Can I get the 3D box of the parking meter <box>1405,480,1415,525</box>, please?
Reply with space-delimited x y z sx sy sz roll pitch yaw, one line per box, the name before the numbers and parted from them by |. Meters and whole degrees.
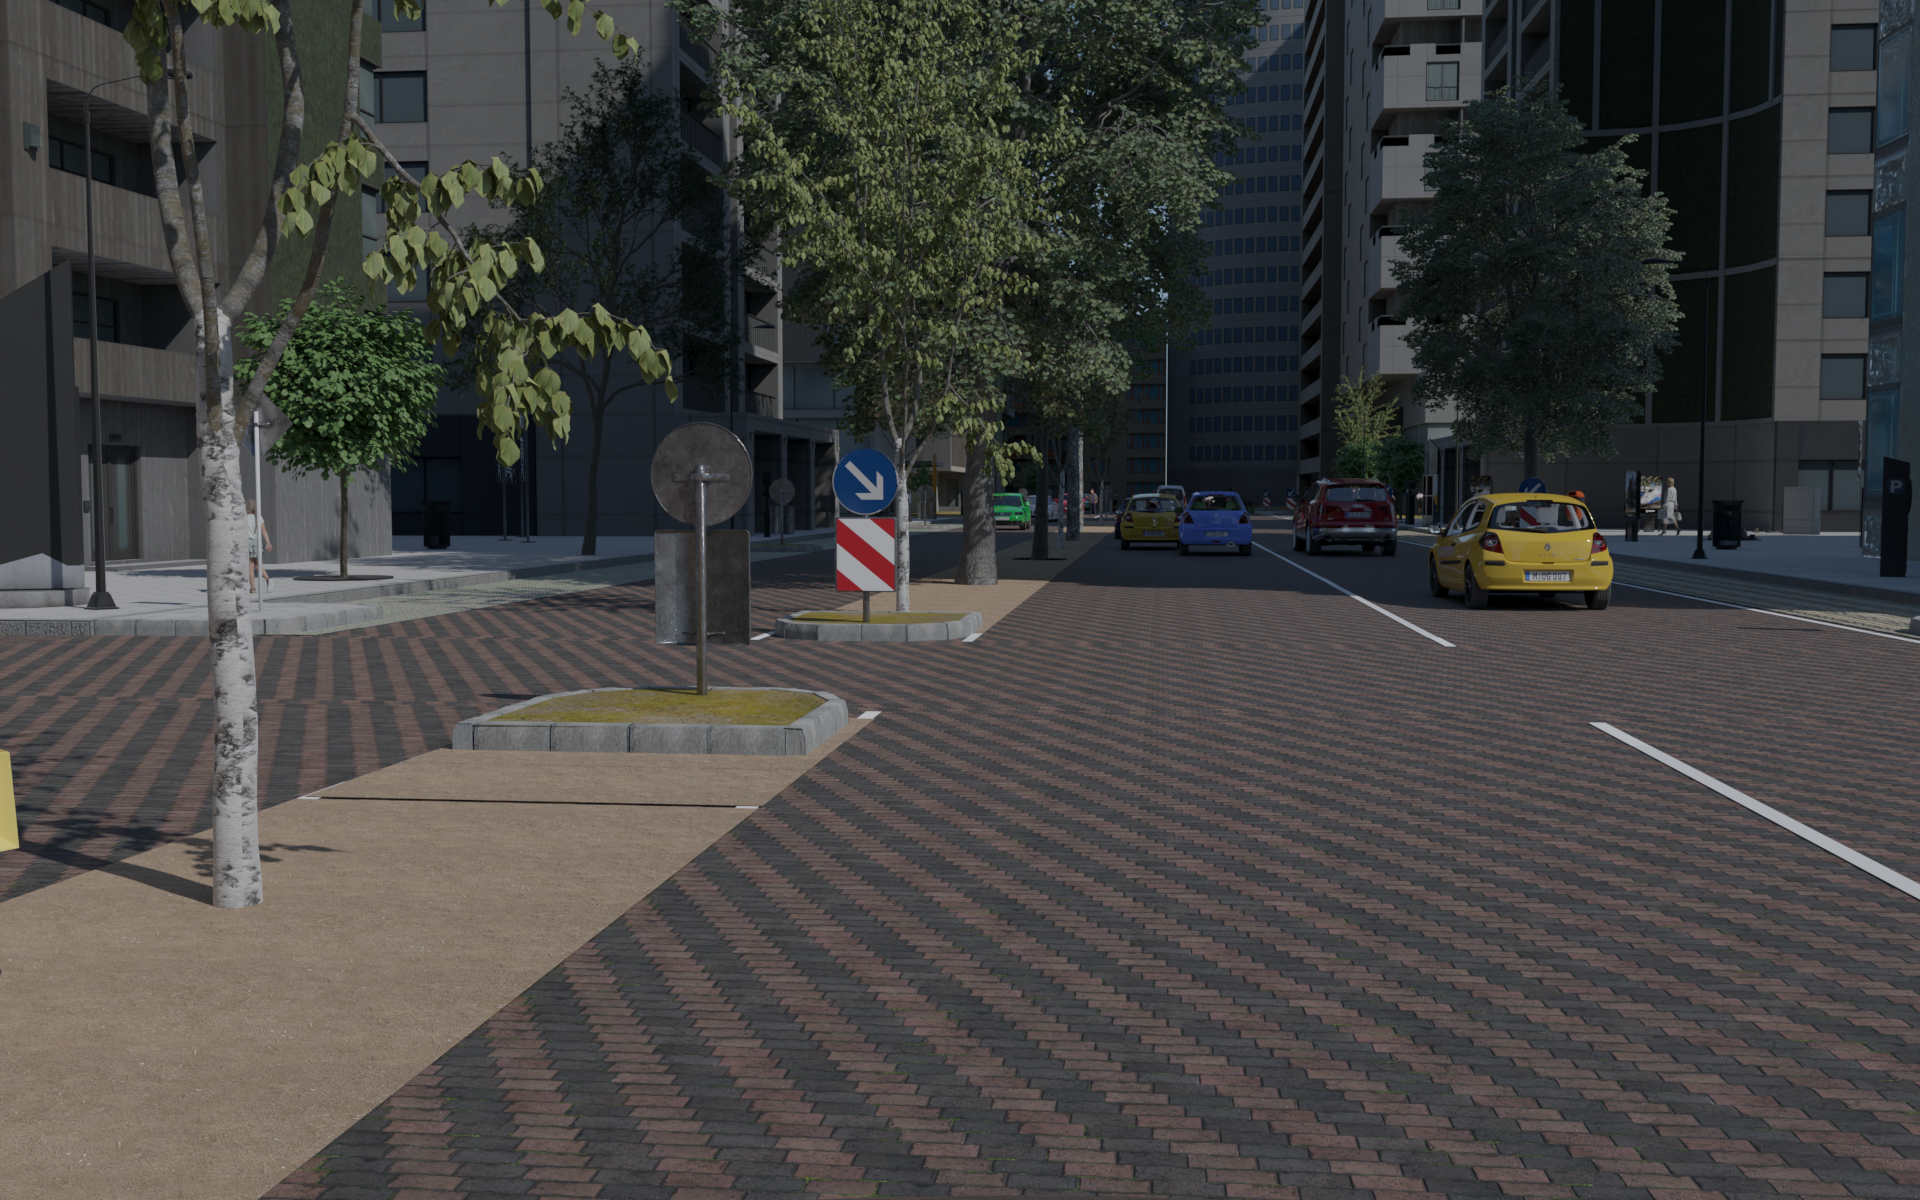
parking meter | 18.752 -4.063 72.134 0.255 1.863 0.399 -1 4 -14

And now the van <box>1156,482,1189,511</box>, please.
van | 10.452 -4.837 86.091 2.013 2.044 4.112 0 4 6

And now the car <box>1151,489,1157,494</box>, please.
car | 16.273 -8.051 140.309 2.281 1.827 5.304 0 4 6

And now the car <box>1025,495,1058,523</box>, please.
car | 3.989 -4.680 88.887 2.083 1.381 4.827 1 4 9

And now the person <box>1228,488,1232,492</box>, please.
person | 18.143 -6.617 116.695 0.705 1.824 1.348 2 4 24

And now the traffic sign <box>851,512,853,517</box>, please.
traffic sign | -4.065 -3.852 65.112 0.606 2.300 0.079 0 4 7

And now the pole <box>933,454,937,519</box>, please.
pole | -1.281 -5.726 87.463 0.158 3.312 0.155 0 3 0

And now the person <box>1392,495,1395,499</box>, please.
person | 24.898 -5.792 101.532 1.217 1.735 0.721 0 4 6

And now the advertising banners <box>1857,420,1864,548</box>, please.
advertising banners | 21.754 -2.779 41.619 0.090 3.025 2.074 3 4 38

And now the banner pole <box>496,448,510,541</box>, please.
banner pole | -12.692 -3.541 47.915 0.401 3.779 0.863 -2 4 -34

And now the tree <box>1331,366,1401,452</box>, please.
tree | 23.383 -9.195 100.697 4.737 8.622 4.395 0 3 0

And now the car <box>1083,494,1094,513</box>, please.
car | 9.194 -7.412 129.987 1.959 1.807 4.718 0 4 7

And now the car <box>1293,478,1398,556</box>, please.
car | 9.264 -2.031 41.883 2.281 1.827 5.304 0 4 5

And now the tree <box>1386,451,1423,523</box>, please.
tree | 19.852 -5.054 77.227 1.663 3.219 1.824 0 3 0

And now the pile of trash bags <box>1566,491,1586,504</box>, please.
pile of trash bags | 18.608 -2.809 55.677 1.912 1.369 3.447 -2 4 -32

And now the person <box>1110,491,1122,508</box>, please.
person | 13.294 -8.495 148.183 1.217 1.735 0.721 0 4 2

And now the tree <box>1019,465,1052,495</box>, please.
tree | 7.456 -11.448 170.893 4.285 4.588 4.351 0 3 0

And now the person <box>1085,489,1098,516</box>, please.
person | 8.428 -6.239 111.040 0.617 1.759 0.750 2 4 27

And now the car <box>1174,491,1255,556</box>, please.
car | 6.096 -1.950 41.482 1.945 1.707 3.694 0 4 7

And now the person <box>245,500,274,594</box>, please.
person | -9.125 -0.686 22.280 0.505 1.210 0.382 -3 5 -43

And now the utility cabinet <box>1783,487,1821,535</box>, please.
utility cabinet | 26.247 -2.770 53.973 0.318 1.500 1.173 -1 4 -20

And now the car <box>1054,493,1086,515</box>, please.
car | 7.326 -6.495 115.234 2.155 1.783 4.494 0 4 5

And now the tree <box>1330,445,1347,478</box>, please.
tree | 21.862 -6.766 94.337 4.285 4.588 4.351 0 3 0

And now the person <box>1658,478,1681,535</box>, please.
person | 21.999 -2.889 53.638 0.694 1.780 0.624 -2 4 -30

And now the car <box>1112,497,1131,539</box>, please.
car | 5.923 -2.688 56.527 1.945 1.354 3.894 0 4 6

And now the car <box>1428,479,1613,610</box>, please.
car | 7.323 -0.777 22.934 2.015 1.641 3.980 0 4 6

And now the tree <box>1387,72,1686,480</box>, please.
tree | 17.605 -8.940 52.820 9.857 13.997 8.962 0 3 0

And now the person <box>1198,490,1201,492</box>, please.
person | 16.510 -6.778 120.033 0.721 1.735 1.217 -2 4 -35

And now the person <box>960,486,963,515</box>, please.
person | 0.208 -6.080 105.531 0.705 1.814 1.350 -1 4 -13

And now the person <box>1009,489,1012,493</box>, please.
person | 4.469 -8.715 149.259 0.721 1.735 1.217 2 4 29

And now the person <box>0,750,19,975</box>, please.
person | -3.303 0.259 4.481 1.509 1.804 0.699 -2 4 -31

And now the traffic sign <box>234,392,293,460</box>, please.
traffic sign | -7.648 -1.020 18.873 0.795 2.593 0.064 0 4 7

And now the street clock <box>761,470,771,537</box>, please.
street clock | -5.720 -2.861 51.352 0.358 2.002 0.471 0 4 -8

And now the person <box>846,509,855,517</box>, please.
person | -5.851 -5.308 93.011 0.537 1.800 0.526 3 4 38

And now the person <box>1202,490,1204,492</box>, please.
person | 20.398 -8.292 144.743 0.551 1.740 0.621 2 4 28

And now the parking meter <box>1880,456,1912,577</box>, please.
parking meter | 14.479 -1.288 26.777 0.399 1.863 0.255 2 4 31

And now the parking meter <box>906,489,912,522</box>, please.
parking meter | -2.401 -4.358 79.667 0.372 1.533 0.369 0 3 0

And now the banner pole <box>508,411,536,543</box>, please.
banner pole | -11.556 -3.420 45.927 0.401 3.779 0.863 -2 4 -31

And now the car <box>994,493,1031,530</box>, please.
car | 1.877 -3.734 69.855 1.959 1.807 4.718 0 4 6

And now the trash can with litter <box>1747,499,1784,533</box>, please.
trash can with litter | 27.003 -2.824 57.236 2.233 1.210 1.678 0 4 6

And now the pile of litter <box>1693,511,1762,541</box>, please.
pile of litter | 21.364 -2.094 48.209 1.176 0.858 1.719 -2 4 -35

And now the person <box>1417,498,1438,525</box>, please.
person | 19.156 -3.632 70.921 1.012 1.151 0.738 -3 4 -37

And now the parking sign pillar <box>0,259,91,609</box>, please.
parking sign pillar | -10.866 -1.923 19.918 1.447 3.967 1.447 -1 4 -18

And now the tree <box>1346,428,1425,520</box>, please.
tree | 21.706 -6.231 85.598 4.285 4.588 4.351 0 3 0

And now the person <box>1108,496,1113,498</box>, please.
person | 14.562 -9.811 169.622 1.217 1.736 0.721 -3 4 -36

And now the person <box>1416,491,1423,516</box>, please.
person | 26.414 -5.510 99.316 0.628 1.438 0.799 -3 4 -39

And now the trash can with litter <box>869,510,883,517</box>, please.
trash can with litter | -4.184 -4.628 87.055 0.624 1.170 1.055 2 4 24

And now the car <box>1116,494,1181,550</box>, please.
car | 5.112 -2.172 45.729 2.015 1.641 3.980 0 4 6

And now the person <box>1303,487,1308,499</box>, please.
person | 26.202 -7.645 131.126 0.705 1.814 1.350 1 4 23
